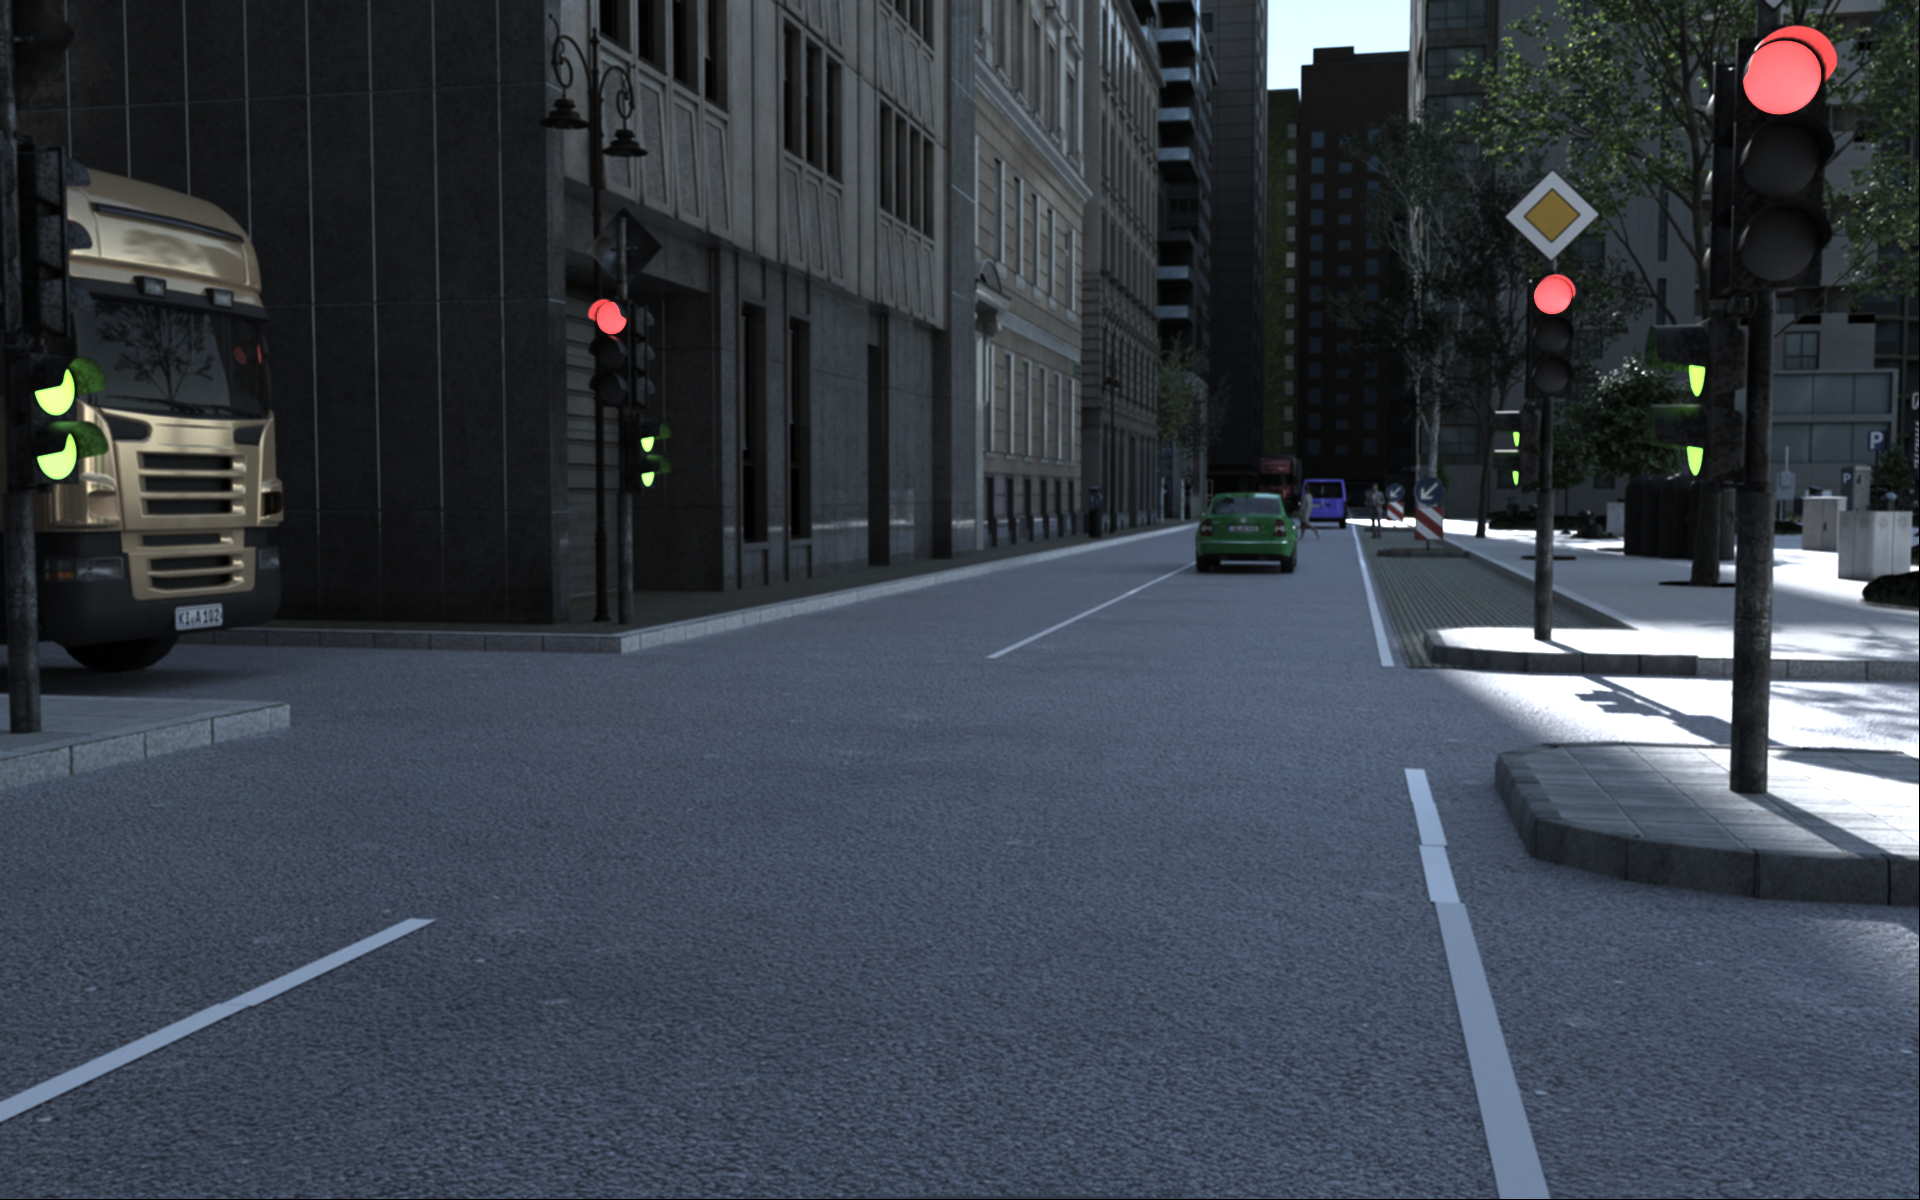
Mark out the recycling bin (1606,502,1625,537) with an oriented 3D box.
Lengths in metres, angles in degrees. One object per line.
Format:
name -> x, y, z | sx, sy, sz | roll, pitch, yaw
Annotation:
recycling bin -> 20.047, -2.444, 52.514 | 0.722, 1.027, 0.722 | 2, 4, 32

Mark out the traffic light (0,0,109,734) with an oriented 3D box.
traffic light -> -5.023, -1.241, 9.216 | 0.839, 4.253, 0.868 | 1, 4, 12

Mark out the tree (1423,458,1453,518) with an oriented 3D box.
tree -> 25.604, -5.989, 92.525 | 1.663, 3.219, 1.824 | 0, 3, 0

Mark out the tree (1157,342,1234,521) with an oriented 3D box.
tree -> 11.008, -8.151, 83.636 | 4.360, 8.622, 3.978 | 0, 3, 0

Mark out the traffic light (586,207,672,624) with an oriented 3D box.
traffic light -> -3.289, -1.718, 17.011 | 0.839, 4.253, 0.868 | 1, 4, 12

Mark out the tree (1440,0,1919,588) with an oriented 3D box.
tree -> 10.400, -5.989, 23.670 | 9.928, 11.665, 9.643 | 0, 3, 0

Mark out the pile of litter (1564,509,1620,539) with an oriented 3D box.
pile of litter -> 18.259, -2.204, 50.005 | 1.176, 0.858, 1.719 | -1, 4, -15

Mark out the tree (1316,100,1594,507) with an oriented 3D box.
tree -> 23.128, -13.795, 81.445 | 12.611, 20.169, 13.585 | 0, 3, 0

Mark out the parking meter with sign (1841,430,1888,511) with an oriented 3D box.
parking meter with sign -> 24.312, -3.108, 47.076 | 1.738, 3.016, 0.543 | -1, 4, -23

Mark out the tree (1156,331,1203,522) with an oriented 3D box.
tree -> 8.969, -7.821, 78.240 | 4.737, 8.622, 4.395 | 0, 3, 0

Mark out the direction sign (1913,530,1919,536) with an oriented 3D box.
direction sign -> 29.251, -3.709, 52.632 | 0.379, 3.537, 0.876 | 0, 4, -7

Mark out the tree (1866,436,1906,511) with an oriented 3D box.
tree -> 31.009, -3.836, 57.322 | 1.663, 3.219, 1.824 | 0, 3, 0

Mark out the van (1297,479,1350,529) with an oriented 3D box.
van -> 15.405, -4.221, 73.395 | 2.240, 2.365, 5.245 | 1, 4, 12

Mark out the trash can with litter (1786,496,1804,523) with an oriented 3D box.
trash can with litter -> 37.894, -4.064, 77.507 | 1.678, 1.210, 2.233 | -2, 4, -35

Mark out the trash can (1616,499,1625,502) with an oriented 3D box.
trash can -> 20.686, -2.568, 53.632 | 0.748, 1.137, 0.748 | 0, 3, 0

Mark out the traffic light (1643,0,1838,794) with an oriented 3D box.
traffic light -> 3.387, -1.128, 7.369 | 0.839, 4.253, 0.868 | 1, 4, 12

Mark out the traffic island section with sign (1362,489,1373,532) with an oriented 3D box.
traffic island section with sign -> 16.477, -3.515, 66.098 | 1.989, 1.847, 2.006 | 1, 4, 12

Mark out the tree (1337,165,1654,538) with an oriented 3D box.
tree -> 15.243, -7.077, 50.127 | 8.767, 10.594, 7.601 | 0, 4, 0

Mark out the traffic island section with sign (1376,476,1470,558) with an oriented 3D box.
traffic island section with sign -> 10.626, -1.905, 39.783 | 1.989, 1.847, 2.006 | 1, 4, 12

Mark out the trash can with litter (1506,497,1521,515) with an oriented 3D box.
trash can with litter -> 22.882, -3.658, 71.203 | 0.624, 1.170, 1.055 | 0, 4, -4

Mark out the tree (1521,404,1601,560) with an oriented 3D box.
tree -> 11.476, -2.410, 33.999 | 1.663, 3.219, 1.824 | 0, 3, 0

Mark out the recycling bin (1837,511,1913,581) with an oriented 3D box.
recycling bin -> 13.702, -0.819, 25.948 | 0.722, 1.027, 0.722 | -1, 4, -13

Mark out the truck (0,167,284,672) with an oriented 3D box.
truck -> -10.398, -1.525, 13.853 | 11.283, 4.237, 2.839 | 1, 4, 14

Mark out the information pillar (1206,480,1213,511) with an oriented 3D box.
information pillar -> 12.810, -5.168, 88.991 | 0.304, 2.012, 0.304 | 0, 4, 6

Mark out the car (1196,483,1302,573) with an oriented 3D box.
car -> 5.520, -1.484, 33.057 | 1.959, 1.807, 4.718 | 1, 4, 12

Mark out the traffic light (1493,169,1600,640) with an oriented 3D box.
traffic light -> 5.121, -1.605, 15.164 | 0.839, 4.253, 0.868 | 1, 4, 12

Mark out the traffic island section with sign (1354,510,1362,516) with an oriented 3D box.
traffic island section with sign -> 27.262, -6.482, 114.605 | 1.989, 1.847, 2.006 | 1, 4, 12

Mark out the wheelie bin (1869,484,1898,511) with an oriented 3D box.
wheelie bin -> 27.749, -2.714, 52.289 | 0.980, 1.594, 0.693 | 3, 4, 36

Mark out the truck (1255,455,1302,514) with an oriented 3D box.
truck -> 23.233, -8.362, 125.639 | 2.839, 4.237, 11.283 | 1, 4, 14

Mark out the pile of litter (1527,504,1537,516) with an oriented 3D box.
pile of litter -> 25.568, -3.861, 77.086 | 1.176, 0.858, 1.719 | -3, 5, -43

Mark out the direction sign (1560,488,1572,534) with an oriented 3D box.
direction sign -> 19.424, -3.879, 55.422 | 0.379, 3.537, 0.876 | 1, 4, 21

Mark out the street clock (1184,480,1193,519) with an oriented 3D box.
street clock -> 11.510, -5.077, 87.587 | 0.471, 2.002, 0.358 | -2, 4, -34
